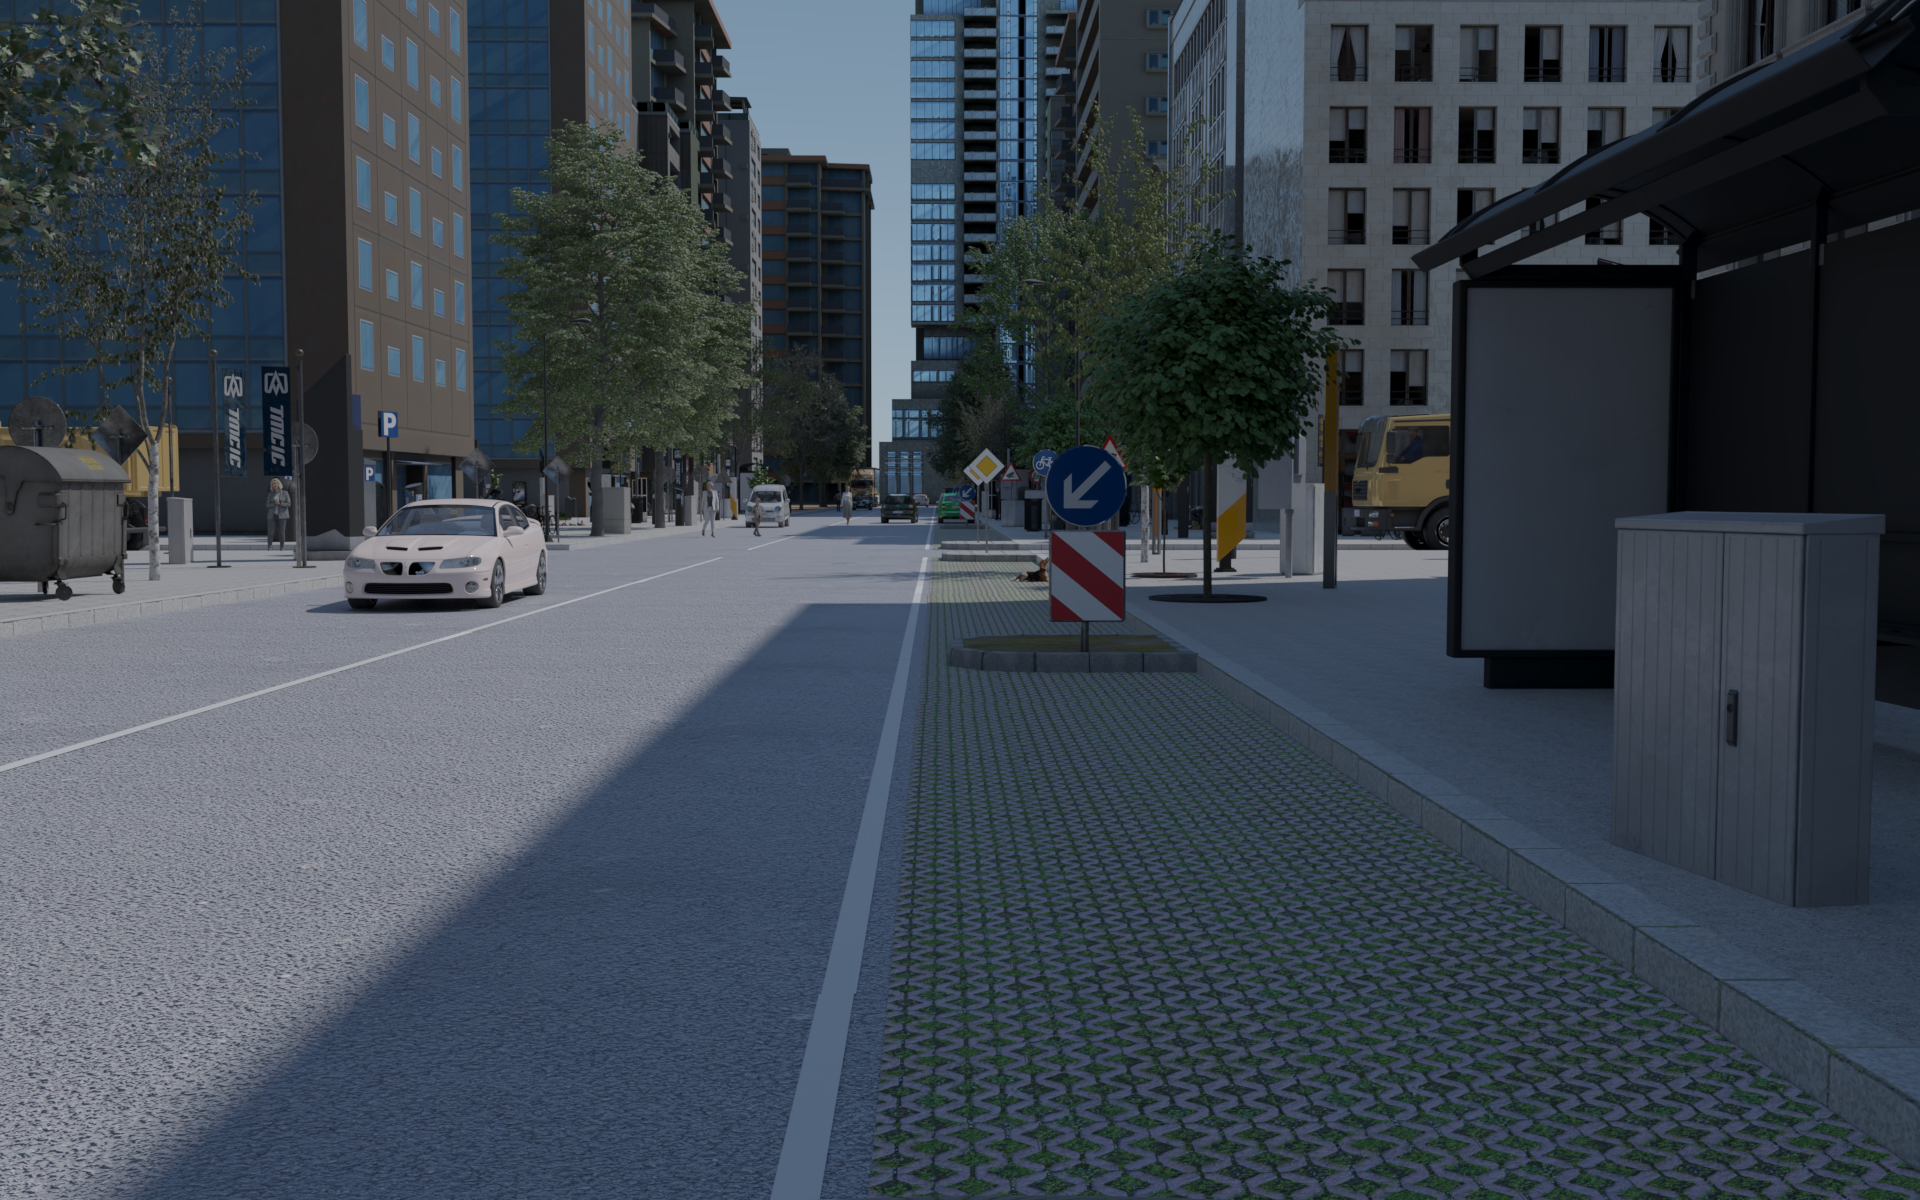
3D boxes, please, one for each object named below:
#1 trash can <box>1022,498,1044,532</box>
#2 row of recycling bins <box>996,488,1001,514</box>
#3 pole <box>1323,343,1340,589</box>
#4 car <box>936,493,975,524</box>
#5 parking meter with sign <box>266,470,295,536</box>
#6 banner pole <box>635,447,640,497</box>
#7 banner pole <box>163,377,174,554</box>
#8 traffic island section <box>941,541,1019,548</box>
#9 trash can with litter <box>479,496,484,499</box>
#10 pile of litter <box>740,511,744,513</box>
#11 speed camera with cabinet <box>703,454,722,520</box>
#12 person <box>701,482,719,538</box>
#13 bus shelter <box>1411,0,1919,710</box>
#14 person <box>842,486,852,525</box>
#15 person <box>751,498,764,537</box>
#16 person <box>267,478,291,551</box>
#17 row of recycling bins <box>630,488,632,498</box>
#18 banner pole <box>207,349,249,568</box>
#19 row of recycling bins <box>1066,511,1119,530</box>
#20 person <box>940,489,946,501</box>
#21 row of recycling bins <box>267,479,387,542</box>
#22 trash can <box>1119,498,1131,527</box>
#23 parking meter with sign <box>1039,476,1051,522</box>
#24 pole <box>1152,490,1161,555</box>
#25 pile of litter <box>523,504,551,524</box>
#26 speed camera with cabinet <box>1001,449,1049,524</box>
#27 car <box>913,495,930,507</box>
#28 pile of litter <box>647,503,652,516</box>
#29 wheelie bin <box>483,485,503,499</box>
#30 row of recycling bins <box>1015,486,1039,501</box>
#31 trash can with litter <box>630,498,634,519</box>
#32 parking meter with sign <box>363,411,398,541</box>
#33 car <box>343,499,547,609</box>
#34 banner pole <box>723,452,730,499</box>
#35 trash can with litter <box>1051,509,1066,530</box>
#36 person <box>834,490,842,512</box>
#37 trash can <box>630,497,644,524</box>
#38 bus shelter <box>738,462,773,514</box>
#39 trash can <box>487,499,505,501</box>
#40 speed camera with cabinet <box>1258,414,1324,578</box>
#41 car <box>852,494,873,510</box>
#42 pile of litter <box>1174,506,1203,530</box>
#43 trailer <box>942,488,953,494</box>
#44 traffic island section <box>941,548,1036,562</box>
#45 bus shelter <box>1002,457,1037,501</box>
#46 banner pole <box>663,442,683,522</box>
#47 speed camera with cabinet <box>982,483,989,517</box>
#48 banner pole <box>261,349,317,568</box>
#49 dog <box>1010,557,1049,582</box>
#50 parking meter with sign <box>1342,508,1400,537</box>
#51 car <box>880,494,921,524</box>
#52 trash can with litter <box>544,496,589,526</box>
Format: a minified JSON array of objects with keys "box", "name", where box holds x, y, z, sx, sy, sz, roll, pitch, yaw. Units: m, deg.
[{"box":[2.497,-2.906,59.174,0.748,1.137,0.748,0,3,0],"name":"trash can"},{"box":[2.922,-6.427,112.195,1.069,1.692,3.534,2,4,28],"name":"row of recycling bins"},{"box":[5.032,-1.811,23.460,0.158,3.312,0.155,0,3,0],"name":"pole"},{"box":[-0.202,-4.662,85.016,1.959,1.807,4.718,0,4,-2],"name":"car"},{"box":[-20.089,-3.376,51.458,1.738,3.016,0.543,3,5,43],"name":"parking meter with sign"},{"box":[-15.085,-5.566,81.022,0.401,3.779,0.863,-2,4,-29],"name":"banner pole"},{"box":[-16.810,-2.869,36.921,0.401,3.779,0.863,-2,4,-25],"name":"banner pole"},{"box":[0.500,-1.435,45.737,2.009,0.180,2.903,0,4,-1],"name":"traffic island section"},{"box":[-19.255,-3.643,70.624,1.678,1.210,2.233,0,4,2],"name":"trash can with litter"},{"box":[-15.139,-6.475,119.824,1.176,0.858,1.719,1,4,22],"name":"pile of litter"},{"box":[-12.407,-5.650,86.707,0.660,3.252,2.038,-1,4,-20],"name":"speed camera with cabinet"},{"box":[-8.292,-2.991,57.283,0.514,1.842,0.818,-2,4,-30],"name":"person"},{"box":[4.045,-0.913,8.858,2.014,3.302,5.546,0,4,-1],"name":"bus shelter"},{"box":[-5.194,-4.353,79.903,0.478,1.798,0.641,1,4,9],"name":"person"},{"box":[-6.812,-2.792,58.427,0.475,1.303,0.640,-3,4,-38],"name":"person"},{"box":[-16.158,-1.980,41.055,0.537,1.800,0.526,0,4,-5],"name":"person"},{"box":[-22.511,-6.438,112.375,3.534,1.692,1.069,-3,4,-37],"name":"row of recycling bins"},{"box":[-12.810,-2.464,30.296,0.401,3.779,0.863,2,4,29],"name":"banner pole"},{"box":[3.574,-2.439,46.992,1.069,1.692,3.534,1,4,17],"name":"row of recycling bins"},{"box":[-1.041,-6.436,113.949,0.478,1.798,0.641,2,4,32],"name":"person"},{"box":[-17.433,-2.482,47.691,1.069,1.692,3.534,2,4,34],"name":"row of recycling bins"},{"box":[6.362,-3.452,68.101,0.748,1.137,0.748,0,3,0],"name":"trash can"},{"box":[4.027,-5.107,79.766,0.543,3.016,1.738,-1,4,-21],"name":"parking meter with sign"},{"box":[4.166,-2.616,36.622,0.158,3.312,0.155,0,3,0],"name":"pole"},{"box":[-18.382,-3.692,74.321,1.719,0.858,1.176,0,4,4],"name":"pile of litter"},{"box":[2.835,-4.979,75.742,2.038,3.252,0.660,1,4,10],"name":"speed camera with cabinet"},{"box":[-4.380,-10.894,190.474,2.083,1.381,4.827,0,4,-1],"name":"car"},{"box":[-18.080,-5.344,101.335,1.176,0.858,1.719,0,4,-6],"name":"pile of litter"},{"box":[-16.428,-3.245,60.962,0.693,1.594,0.980,-1,4,-20],"name":"wheelie bin"},{"box":[4.476,-4.845,86.325,3.534,1.692,1.069,0,4,-7],"name":"row of recycling bins"},{"box":[-11.873,-2.981,60.122,1.055,1.170,0.624,-2,4,-26],"name":"trash can with litter"},{"box":[-12.816,-2.481,36.817,1.738,3.016,0.543,1,4,20],"name":"parking meter with sign"},{"box":[-6.782,-0.664,23.223,2.083,1.381,4.827,0,4,-2],"name":"car"},{"box":[-14.075,-6.996,104.407,0.401,3.779,0.863,2,4,35],"name":"banner pole"},{"box":[3.523,-2.797,57.112,1.055,1.170,0.624,1,4,18],"name":"trash can with litter"},{"box":[-9.872,-8.100,141.640,1.217,1.736,0.721,3,5,41],"name":"person"},{"box":[-14.154,-3.914,75.645,0.748,1.137,0.748,0,3,0],"name":"trash can"},{"box":[-13.400,-7.266,112.723,2.014,3.302,5.546,0,4,-1],"name":"bus shelter"},{"box":[-13.833,-2.420,51.227,0.748,1.137,0.748,0,3,0],"name":"trash can"},{"box":[5.282,-2.013,27.241,0.660,3.252,2.038,2,4,29],"name":"speed camera with cabinet"},{"box":[-8.645,-8.748,152.821,2.009,1.686,4.222,0,4,-1],"name":"car"},{"box":[8.393,-2.973,62.578,1.176,0.858,1.719,-1,4,-13],"name":"pile of litter"},{"box":[-1.168,-9.651,164.835,1.471,1.999,3.904,0,4,-2],"name":"trailer"},{"box":[0.602,-0.946,37.752,2.009,0.180,2.903,0,4,-1],"name":"traffic island section"},{"box":[3.149,-5.963,91.415,2.014,3.302,5.546,0,4,-1],"name":"bus shelter"},{"box":[-13.529,-5.649,82.371,0.863,3.779,0.401,2,4,28],"name":"banner pole"},{"box":[1.628,-6.347,98.105,0.660,3.252,2.038,0,4,7],"name":"speed camera with cabinet"},{"box":[-11.603,-2.439,29.897,0.863,3.779,0.401,-2,4,-28],"name":"banner pole"},{"box":[1.209,-0.491,28.225,0.550,0.427,0.748,-3,5,-40],"name":"dog"},{"box":[12.454,-3.431,52.353,1.738,3.016,0.543,0,4,7],"name":"parking meter with sign"},{"box":[-2.971,-4.634,85.555,2.009,1.686,4.222,0,4,1],"name":"car"},{"box":[-16.097,-3.609,70.058,2.233,1.210,1.678,0,4,-8],"name":"trash can with litter"}]
